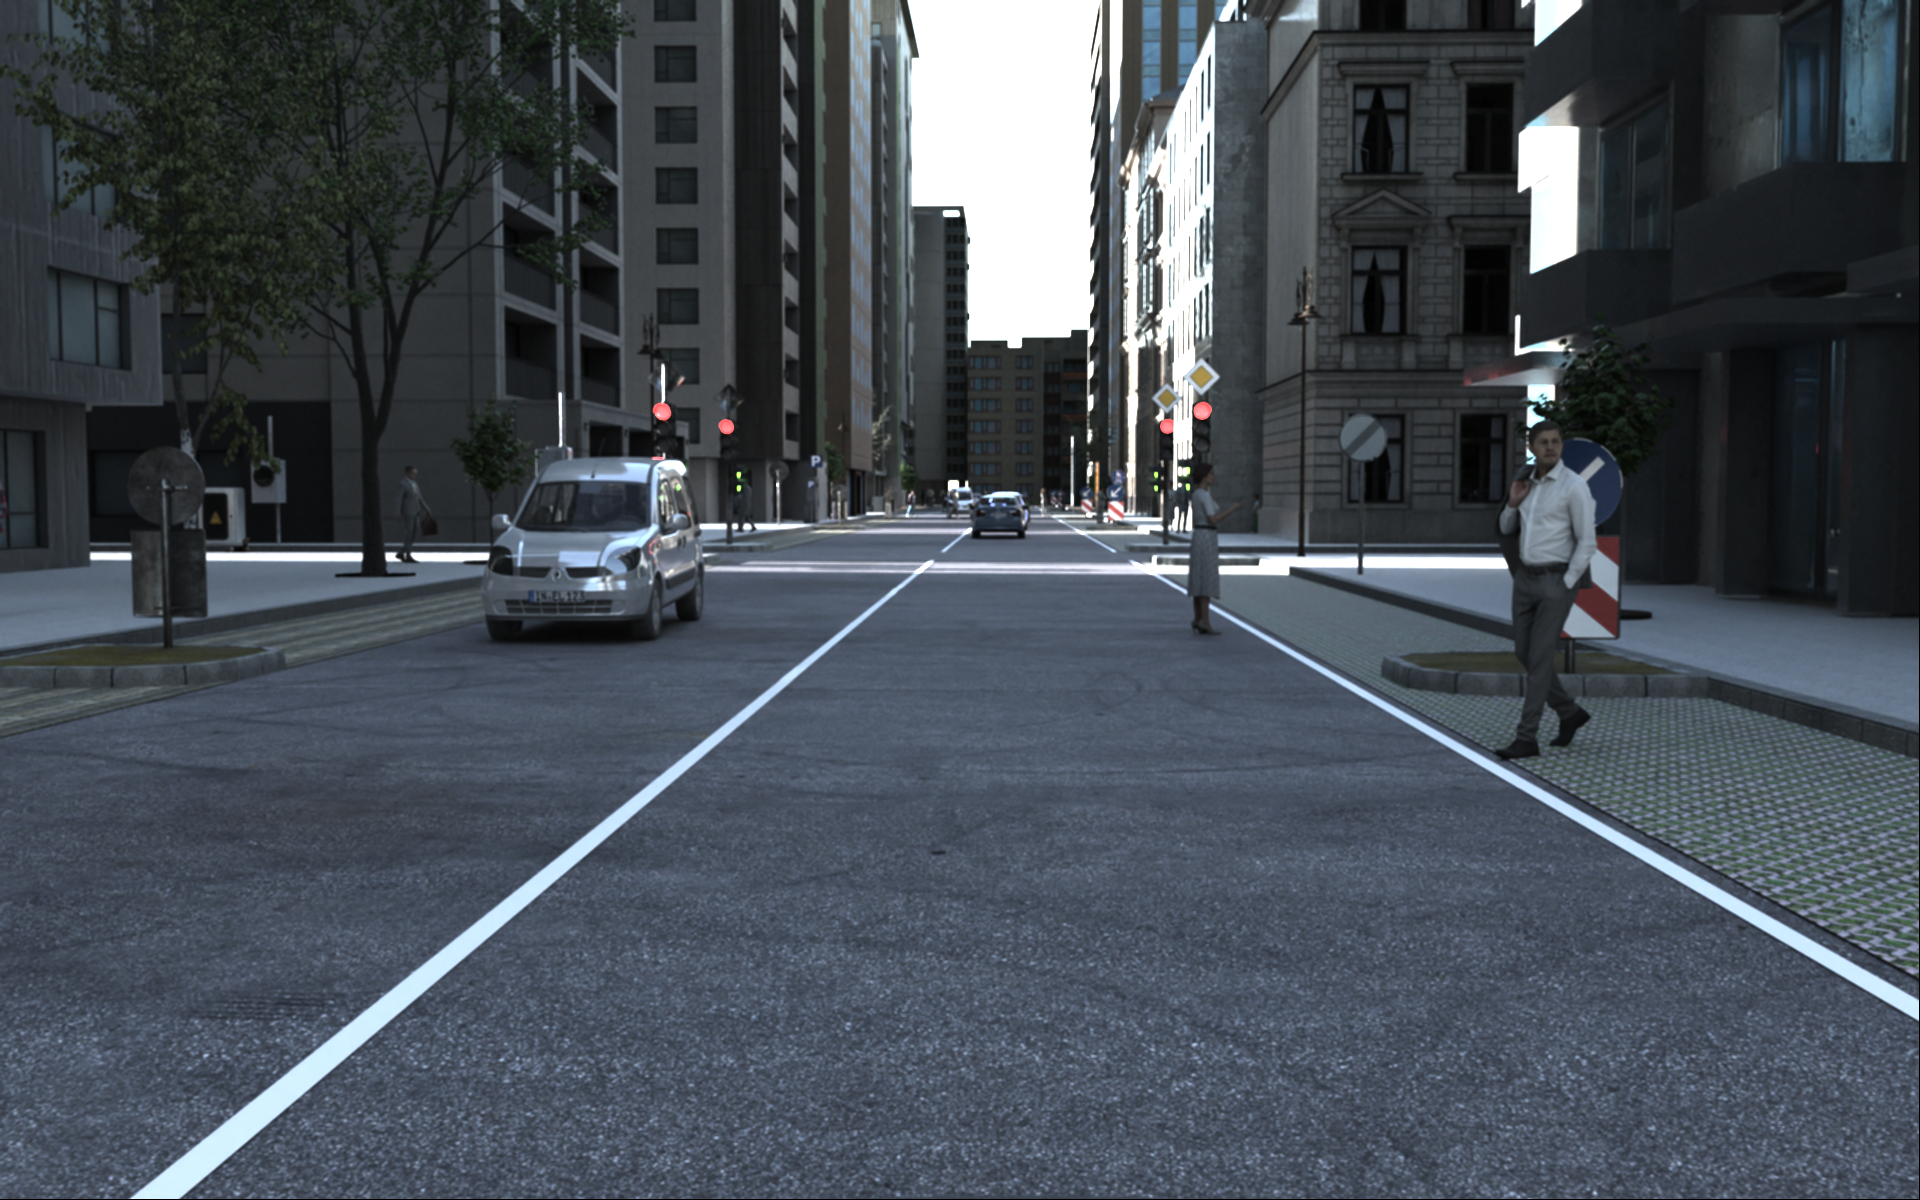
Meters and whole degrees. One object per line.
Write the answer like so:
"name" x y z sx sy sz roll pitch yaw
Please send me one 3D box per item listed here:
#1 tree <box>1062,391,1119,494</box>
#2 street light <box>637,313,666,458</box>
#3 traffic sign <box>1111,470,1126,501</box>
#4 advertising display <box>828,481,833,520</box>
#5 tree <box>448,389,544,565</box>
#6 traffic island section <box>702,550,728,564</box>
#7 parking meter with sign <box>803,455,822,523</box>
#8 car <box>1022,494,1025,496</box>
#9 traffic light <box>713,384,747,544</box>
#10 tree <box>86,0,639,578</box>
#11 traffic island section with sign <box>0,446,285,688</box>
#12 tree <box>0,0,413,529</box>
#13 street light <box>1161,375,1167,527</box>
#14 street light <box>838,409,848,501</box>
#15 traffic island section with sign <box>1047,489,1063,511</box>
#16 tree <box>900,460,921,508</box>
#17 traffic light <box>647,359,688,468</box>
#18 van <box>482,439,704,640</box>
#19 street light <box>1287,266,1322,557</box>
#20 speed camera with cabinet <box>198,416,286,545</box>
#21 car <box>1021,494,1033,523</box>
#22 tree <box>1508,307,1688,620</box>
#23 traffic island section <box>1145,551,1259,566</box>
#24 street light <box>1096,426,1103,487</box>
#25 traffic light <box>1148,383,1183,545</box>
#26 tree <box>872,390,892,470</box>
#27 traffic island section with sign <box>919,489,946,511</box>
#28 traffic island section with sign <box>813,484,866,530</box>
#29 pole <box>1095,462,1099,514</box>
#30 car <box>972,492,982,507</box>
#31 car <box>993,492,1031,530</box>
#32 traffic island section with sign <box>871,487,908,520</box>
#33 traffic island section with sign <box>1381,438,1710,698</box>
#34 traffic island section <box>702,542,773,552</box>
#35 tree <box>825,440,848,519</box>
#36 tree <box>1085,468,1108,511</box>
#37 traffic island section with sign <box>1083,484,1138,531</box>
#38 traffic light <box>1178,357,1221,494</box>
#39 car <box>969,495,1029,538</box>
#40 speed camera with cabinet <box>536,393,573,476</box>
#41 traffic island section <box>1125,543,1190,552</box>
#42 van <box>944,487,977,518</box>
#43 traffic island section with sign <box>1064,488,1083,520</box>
"tree" 9.465 -10.549 122.838 4.360 8.622 3.978 0 3 0
"street light" -7.877 -4.379 44.385 0.468 5.910 1.993 0 4 2
"traffic sign" 8.402 -5.612 91.858 0.768 2.556 0.104 1 4 11
"advertising display" -6.529 -5.025 87.371 0.123 1.923 0.974 0 4 2
"tree" -8.511 -2.283 31.925 1.663 3.219 1.824 0 3 0
"traffic island section" -6.150 -0.853 36.234 2.009 0.180 2.903 0 4 2
"parking meter with sign" -6.543 -4.916 76.632 0.543 3.016 1.738 0 4 8
"car" 5.557 -9.377 165.311 2.014 1.417 4.499 0 3 0
"traffic light" -5.863 -3.374 44.079 0.839 4.253 0.868 0 4 2
"tree" -9.047 -6.179 26.784 9.928 11.665 9.643 0 3 0
"traffic island section with sign" -6.513 -0.308 13.661 1.989 1.847 2.006 0 4 2
"tree" -8.763 -4.264 20.077 4.737 8.622 4.395 0 3 0
"street light" 7.946 -5.796 67.550 0.468 5.910 1.993 0 4 2
"street light" -6.368 -7.458 94.725 0.468 5.910 1.993 0 4 2
"traffic island section with sign" 8.382 -8.376 145.573 1.989 1.847 2.006 0 4 2
"tree" -5.215 -11.044 164.284 4.285 4.588 4.351 0 3 0
"traffic light" -6.110 -2.885 36.098 0.839 4.253 0.868 0 4 2
"van" -3.785 -0.692 18.320 2.013 2.044 4.112 0 4 0
"street light" 7.002 -3.826 35.346 0.468 5.910 1.993 0 4 2
"speed camera with cabinet" -18.145 -3.021 43.735 2.038 3.252 0.660 0 4 1
"car" 2.702 -4.815 88.508 2.009 1.686 4.222 0 4 3
"tree" 6.577 -1.438 18.119 1.663 3.219 1.824 0 3 0
"traffic island section" 4.986 -0.832 35.886 2.009 0.180 2.903 0 4 2
"street light" 9.517 -8.894 118.208 0.468 5.910 1.993 0 4 2
"traffic light" 5.193 -3.354 43.755 0.839 4.253 0.868 0 4 2
"tree" -6.705 -9.988 113.659 4.360 8.622 3.978 0 3 0
"traffic island section with sign" -2.430 -8.402 145.994 1.989 1.847 2.006 0 4 2
"traffic island section with sign" -4.798 -3.728 69.576 1.989 1.847 2.006 0 4 2
"pole" 8.830 -7.200 111.557 0.158 3.312 0.155 0 3 0
"car" 1.147 -8.346 145.490 2.155 1.783 4.494 0 4 3
"car" 1.875 -3.667 69.540 1.945 1.707 3.694 0 4 2
"traffic island section with sign" -3.944 -5.403 96.967 1.989 1.847 2.006 0 4 2
"traffic island section with sign" 4.285 -0.272 13.074 1.989 1.847 2.006 0 4 2
"traffic island section" -5.903 -1.342 44.215 2.009 0.180 2.903 0 4 2
"tree" -7.604 -6.553 90.852 4.285 4.588 4.351 0 3 0
"tree" 10.105 -8.249 129.474 1.663 3.219 1.824 0 3 0
"traffic island section with sign" 6.001 -3.659 68.454 1.989 1.847 2.006 0 4 2
"traffic light" 4.947 -2.866 35.773 0.839 4.253 0.868 0 4 2
"car" 1.282 -2.771 57.314 2.014 1.417 4.499 0 4 2
"speed camera with cabinet" -7.935 -2.463 34.600 0.660 3.252 2.038 0 4 1
"traffic island section" 5.233 -1.320 43.868 2.009 0.180 2.903 0 4 2
"van" 0.043 -5.946 104.228 2.013 2.044 4.112 0 4 0
"traffic island section with sign" 6.833 -5.307 95.397 1.989 1.847 2.006 0 4 2
